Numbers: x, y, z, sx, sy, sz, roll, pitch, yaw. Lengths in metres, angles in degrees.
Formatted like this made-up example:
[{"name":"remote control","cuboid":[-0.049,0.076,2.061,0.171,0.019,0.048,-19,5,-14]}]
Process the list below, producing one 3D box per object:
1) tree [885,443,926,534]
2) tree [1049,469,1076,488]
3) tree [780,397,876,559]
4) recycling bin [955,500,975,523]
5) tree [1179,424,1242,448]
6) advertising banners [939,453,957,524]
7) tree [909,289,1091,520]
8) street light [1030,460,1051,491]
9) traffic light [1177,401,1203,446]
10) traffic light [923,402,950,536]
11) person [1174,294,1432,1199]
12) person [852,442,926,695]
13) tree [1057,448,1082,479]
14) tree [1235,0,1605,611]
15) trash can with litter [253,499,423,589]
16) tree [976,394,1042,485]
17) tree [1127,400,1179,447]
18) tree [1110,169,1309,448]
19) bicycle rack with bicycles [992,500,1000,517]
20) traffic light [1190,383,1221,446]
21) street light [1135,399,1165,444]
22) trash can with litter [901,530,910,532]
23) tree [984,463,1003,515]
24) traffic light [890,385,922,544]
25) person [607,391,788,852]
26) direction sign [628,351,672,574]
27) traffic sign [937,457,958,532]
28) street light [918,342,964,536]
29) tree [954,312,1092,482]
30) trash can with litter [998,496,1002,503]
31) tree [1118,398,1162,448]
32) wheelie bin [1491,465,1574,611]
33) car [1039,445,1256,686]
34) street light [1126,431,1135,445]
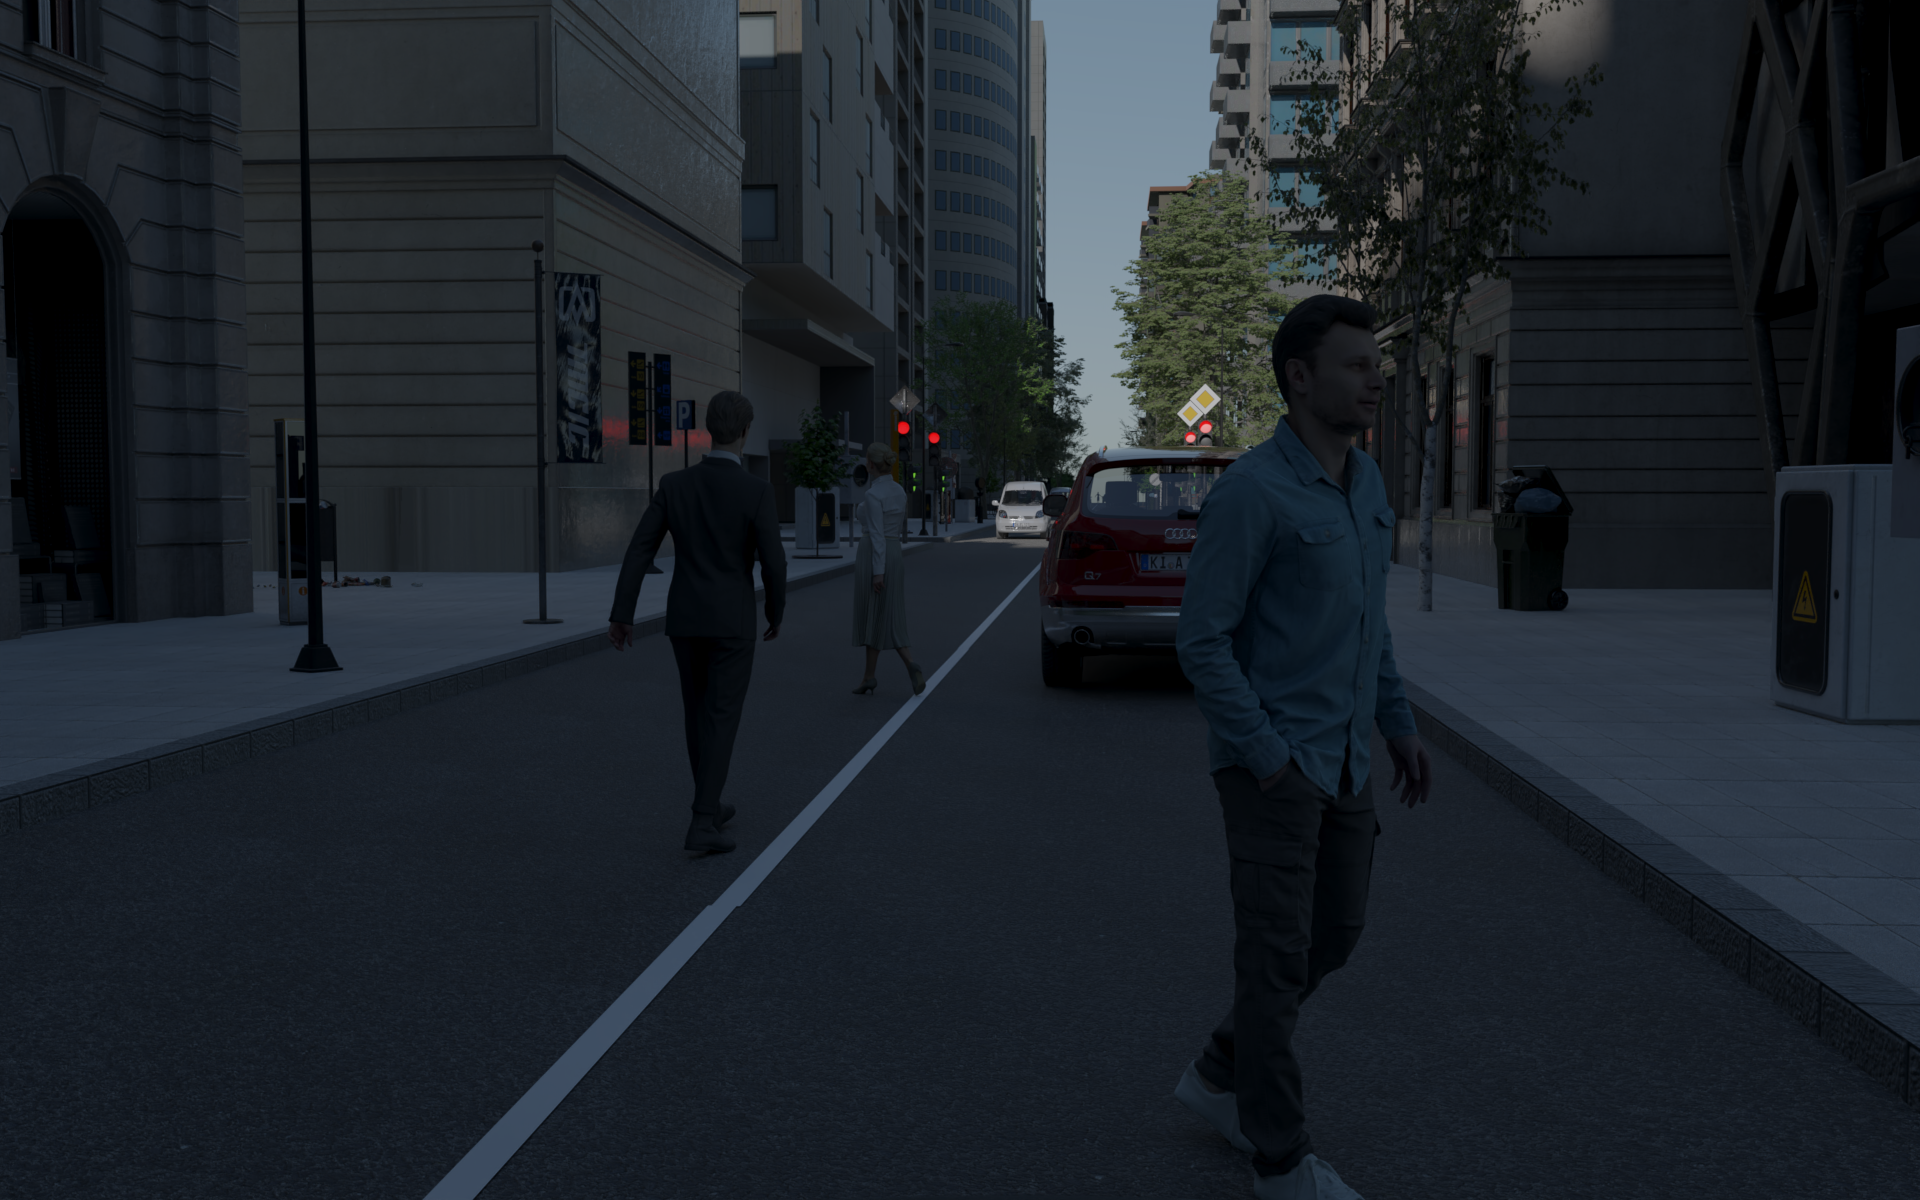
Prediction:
[{"name":"tree","cuboid":[-2.167,-3.774,56.303,1.663,3.219,1.824,0,3,0]},{"name":"tree","cuboid":[14.938,-15.861,243.039,4.285,4.588,4.351,0,3,0]},{"name":"tree","cuboid":[-2.732,-2.447,34.613,1.663,3.219,1.824,0,3,0]},{"name":"recycling bin","cuboid":[0.223,-4.011,78.141,0.722,1.027,0.722,1,4,23]},{"name":"tree","cuboid":[10.085,-5.369,71.492,4.285,4.588,4.351,0,3,0]},{"name":"advertising banners","cuboid":[-0.502,-4.754,73.911,0.090,3.025,2.074,1,4,21]},{"name":"tree","cuboid":[1.214,-9.894,87.518,9.928,11.665,9.643,0,3,0]},{"name":"street light","cuboid":[5.816,-9.583,129.221,1.470,5.913,1.316,0,4,5]},{"name":"traffic light","cuboid":[6.895,-3.866,52.130,0.839,4.253,0.868,0,4,5]},{"name":"traffic light","cuboid":[-0.740,-3.905,52.760,0.839,4.253,0.868,0,4,5]},{"name":"person","cuboid":[0.664,0.302,3.581,0.620,1.820,0.660,3,5,39]},{"name":"person","cuboid":[-0.506,-0.218,12.291,0.641,1.798,0.478,3,5,43]},{"name":"tree","cuboid":[17.303,-21.539,286.574,8.767,10.594,7.601,-1,4,-19]},{"name":"tree","cuboid":[5.104,-4.197,18.981,4.360,8.622,3.978,0,3,0]},{"name":"trash can with litter","cuboid":[-8.612,-0.795,24.048,2.233,1.210,1.678,1,4,12]},{"name":"tree","cuboid":[3.257,-9.934,112.785,4.737,8.622,4.395,0,3,0]},{"name":"tree","cuboid":[13.726,-10.319,119.070,4.360,8.622,3.978,0,3,0]},{"name":"tree","cuboid":[8.783,-8.764,61.418,7.486,12.596,7.792,0,3,0]},{"name":"bicycle rack with bicycles","cuboid":[1.502,-5.237,99.002,2.852,0.926,2.925,1,4,15]},{"name":"traffic light","cuboid":[6.220,-3.379,44.174,0.839,4.253,0.868,0,4,5]},{"name":"street light","cuboid":[9.440,-6.852,84.577,1.470,5.913,1.316,0,4,5]},{"name":"trash can with litter","cuboid":[-2.519,-2.948,59.258,1.678,1.210,2.233,1,4,21]},{"name":"tree","cuboid":[1.872,-6.930,107.899,1.663,3.219,1.824,0,3,0]},{"name":"traffic light","cuboid":[-1.415,-3.418,44.803,0.839,4.253,0.868,0,4,5]},{"name":"person","cuboid":[-0.995,0.072,7.093,0.659,1.850,0.755,1,4,15]},{"name":"direction sign","cuboid":[-4.975,-2.193,27.860,0.379,3.537,0.876,3,4,39]},{"name":"traffic sign","cuboid":[-0.466,-3.614,59.203,0.768,2.556,0.104,1,4,10]},{"name":"street light","cuboid":[-0.581,-4.935,53.229,1.470,5.913,1.316,0,4,5]},{"name":"tree","cuboid":[4.087,-13.108,120.978,9.857,13.997,8.962,0,3,0]},{"name":"trash can with litter","cuboid":[3.380,-7.130,127.955,1.055,1.170,0.624,-1,4,-14]},{"name":"tree","cuboid":[14.189,-11.127,132.290,4.737,8.622,4.395,0,3,0]},{"name":"wheelie bin","cuboid":[6.316,-0.688,19.152,0.693,1.594,0.980,-1,4,-17]},{"name":"car","cuboid":[1.781,-0.348,14.363,2.281,1.827,5.304,0,4,6]},{"name":"street light","cuboid":[13.139,-9.448,127.018,1.470,5.913,1.316,0,4,5]}]
